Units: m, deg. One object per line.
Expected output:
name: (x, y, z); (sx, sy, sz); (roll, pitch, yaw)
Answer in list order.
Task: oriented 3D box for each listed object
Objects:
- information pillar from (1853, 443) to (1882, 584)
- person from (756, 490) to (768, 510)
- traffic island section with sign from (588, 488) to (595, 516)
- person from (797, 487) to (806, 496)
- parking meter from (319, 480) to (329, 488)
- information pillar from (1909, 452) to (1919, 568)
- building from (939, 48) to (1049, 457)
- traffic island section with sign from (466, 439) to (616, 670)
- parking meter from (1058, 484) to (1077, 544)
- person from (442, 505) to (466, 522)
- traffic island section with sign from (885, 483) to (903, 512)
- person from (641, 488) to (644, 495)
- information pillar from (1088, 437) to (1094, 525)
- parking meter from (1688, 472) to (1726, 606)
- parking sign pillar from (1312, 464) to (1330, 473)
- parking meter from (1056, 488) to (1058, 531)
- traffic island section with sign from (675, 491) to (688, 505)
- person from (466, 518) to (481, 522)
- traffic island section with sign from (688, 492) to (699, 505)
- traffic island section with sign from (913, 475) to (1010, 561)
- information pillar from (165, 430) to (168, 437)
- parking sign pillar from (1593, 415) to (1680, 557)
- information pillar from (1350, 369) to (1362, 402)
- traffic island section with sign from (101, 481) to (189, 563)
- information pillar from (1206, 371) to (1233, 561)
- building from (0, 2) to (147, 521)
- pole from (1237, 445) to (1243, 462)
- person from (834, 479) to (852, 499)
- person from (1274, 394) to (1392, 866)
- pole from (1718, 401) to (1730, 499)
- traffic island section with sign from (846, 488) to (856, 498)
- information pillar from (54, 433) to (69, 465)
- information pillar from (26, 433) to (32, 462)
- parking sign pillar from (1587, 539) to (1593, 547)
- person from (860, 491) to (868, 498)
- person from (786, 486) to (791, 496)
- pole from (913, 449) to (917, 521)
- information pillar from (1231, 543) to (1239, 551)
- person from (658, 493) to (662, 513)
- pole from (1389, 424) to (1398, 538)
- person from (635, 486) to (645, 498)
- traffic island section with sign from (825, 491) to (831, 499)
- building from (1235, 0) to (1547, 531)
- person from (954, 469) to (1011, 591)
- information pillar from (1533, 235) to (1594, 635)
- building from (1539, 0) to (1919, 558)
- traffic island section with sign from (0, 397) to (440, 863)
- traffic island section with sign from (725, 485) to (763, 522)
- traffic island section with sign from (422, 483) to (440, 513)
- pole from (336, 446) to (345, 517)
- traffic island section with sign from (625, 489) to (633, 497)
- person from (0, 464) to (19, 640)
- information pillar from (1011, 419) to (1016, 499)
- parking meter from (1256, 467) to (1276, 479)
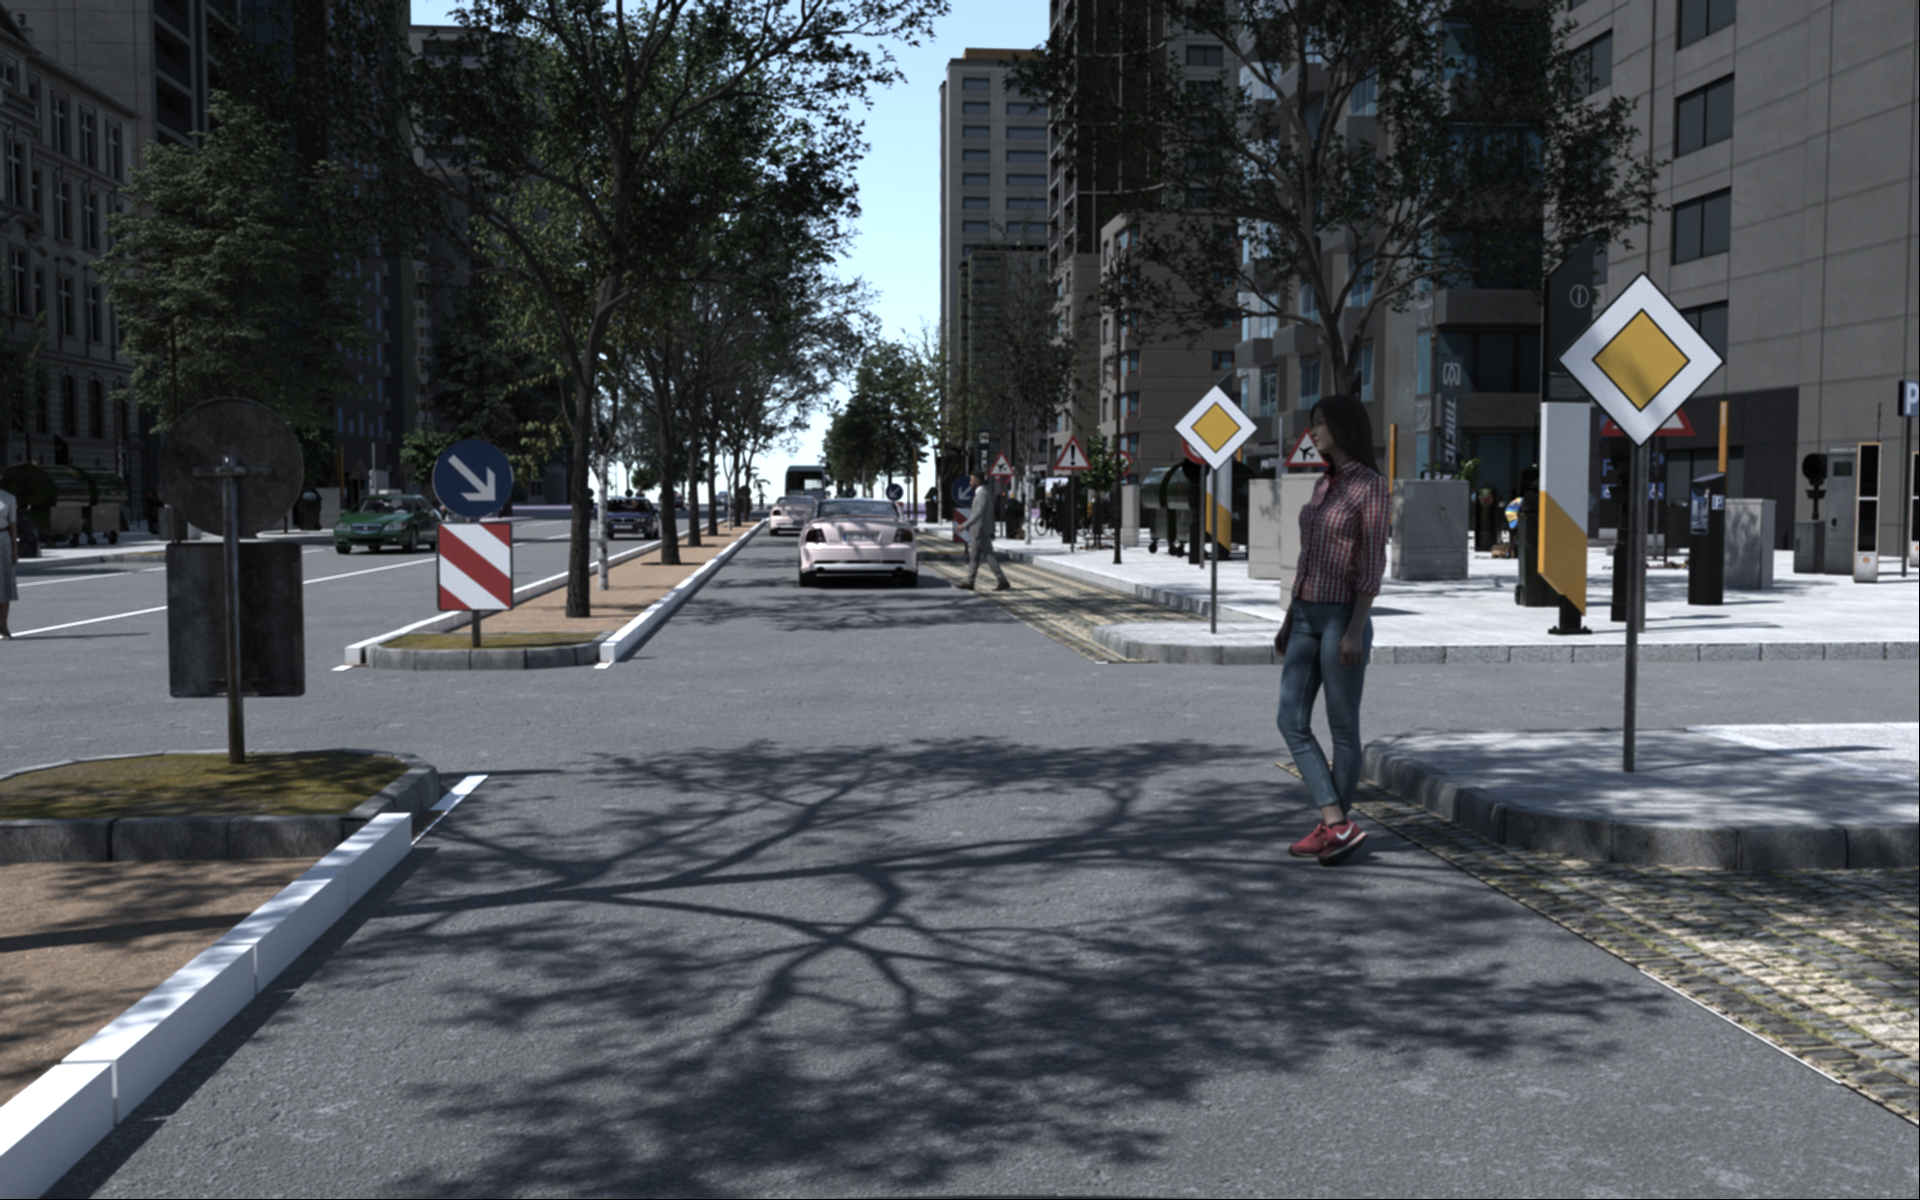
information pillar: (13.063, -1.251, 24.942); (0.304, 2.012, 0.304); (2, 4, 24)
person: (-17.930, -9.040, 156.289); (1.348, 1.826, 0.705); (-2, 4, -30)
traffic island section with sign: (-24.236, -6.398, 113.238); (1.989, 1.847, 2.006); (0, 4, -5)
person: (-8.065, -4.898, 88.687); (0.635, 1.810, 0.391); (1, 4, 21)
parking meter: (-26.389, -4.051, 71.941); (0.255, 1.863, 0.399); (1, 4, 13)
information pillar: (16.830, -1.575, 30.249); (0.304, 2.012, 0.304); (-2, 4, -34)
building: (7.731, -42.500, 236.881); (21.231, 58.520, 28.212); (0, 4, -5)
traffic island section with sign: (-4.089, -0.421, 15.014); (2.006, 1.907, 1.989); (0, 4, -5)
parking meter: (2.845, -2.238, 44.997); (0.372, 1.533, 0.369); (0, 3, 0)
person: (-8.885, -1.315, 30.564); (0.524, 1.755, 0.480); (3, 5, 41)
traffic island section with sign: (-2.601, -3.438, 64.840); (1.989, 1.847, 2.006); (0, 4, -5)
person: (-18.595, -5.598, 100.543); (0.721, 1.766, 1.217); (-2, 4, -30)
information pillar: (5.413, -4.912, 71.669); (0.183, 3.616, 0.504); (2, 4, 31)
parking meter: (8.646, -0.712, 20.045); (0.372, 1.533, 0.369); (0, 3, 0)
parking sign pillar: (11.603, -3.991, 53.719); (1.447, 3.967, 1.447); (0, 4, -4)
parking meter: (3.400, -3.041, 58.127); (0.372, 1.533, 0.369); (0, 3, 0)
traffic island section with sign: (-31.891, -11.349, 194.188); (1.989, 1.847, 2.006); (0, 4, -5)
person: (-13.043, -2.287, 46.459); (0.524, 1.755, 0.480); (3, 5, 39)
traffic island section with sign: (-34.582, -13.082, 222.518); (1.989, 1.847, 2.006); (0, 4, -5)
traffic island section with sign: (-0.027, -1.773, 37.617); (1.989, 1.847, 2.006); (0, 4, -5)
information pillar: (-24.469, -3.801, 53.498); (0.183, 3.616, 0.504); (-2, 4, -28)
parking sign pillar: (14.249, -2.910, 36.056); (1.447, 3.967, 1.447); (0, 4, 2)
information pillar: (7.350, -2.513, 32.435); (0.183, 3.616, 0.504); (3, 5, 44)
traffic island section with sign: (-17.039, -1.744, 37.145); (1.989, 1.847, 2.006); (0, 4, -5)
information pillar: (4.962, -2.550, 33.042); (0.504, 3.616, 0.183); (-1, 4, -12)
building: (-43.483, -15.142, 66.651); (14.460, 24.649, 34.723); (0, 4, -5)
pole: (10.509, -4.360, 65.123); (0.158, 3.312, 0.155); (0, 3, 0)
person: (-3.186, -2.324, 46.488); (0.713, 1.824, 0.794); (0, 4, -2)
person: (1.446, 0.102, 6.840); (0.388, 1.821, 0.555); (-2, 4, -34)
pole: (16.834, -2.713, 38.206); (0.158, 3.312, 0.155); (0, 3, 0)
traffic island section with sign: (-7.355, -6.511, 115.085); (1.989, 1.847, 2.006); (0, 4, -5)
information pillar: (-34.498, -4.599, 66.547); (0.504, 3.616, 0.183); (-1, 4, -18)
information pillar: (-35.675, -4.591, 66.419); (0.183, 3.616, 0.504); (-1, 4, -19)
parking sign pillar: (15.762, -3.272, 41.975); (1.447, 3.967, 1.447); (1, 4, 22)
person: (-4.718, -4.581, 85.210); (0.589, 1.601, 0.330); (0, 4, -1)
person: (-8.780, -4.929, 89.103); (0.388, 1.821, 0.555); (-1, 4, -16)
pole: (-2.018, -5.154, 78.112); (0.158, 3.312, 0.155); (0, 3, 0)
information pillar: (6.164, -2.131, 39.328); (0.304, 2.012, 0.304); (2, 4, 25)
person: (-15.242, -4.932, 89.528); (0.661, 1.777, 0.834); (-3, 4, -38)
pole: (12.620, -3.463, 50.460); (0.158, 3.312, 0.155); (0, 3, 0)
person: (-14.510, -4.302, 79.020); (0.590, 1.801, 0.661); (2, 4, 24)
traffic island section with sign: (-9.898, -8.152, 141.920); (1.989, 1.847, 2.006); (0, 4, -5)
building: (24.468, -27.668, 71.973); (23.786, 49.044, 30.456); (0, 4, -5)
person: (0.329, -1.020, 25.459); (0.850, 1.792, 0.678); (0, 4, 6)
information pillar: (5.508, -1.491, 15.726); (0.504, 3.616, 0.183); (-1, 4, -18)
building: (28.627, -36.881, 41.252); (20.611, 71.187, 20.563); (0, 4, -5)
traffic island section with sign: (-3.400, 0.030, 7.639); (2.006, 1.907, 1.989); (0, 4, -5)
traffic island section with sign: (-11.180, -4.996, 89.818); (2.006, 1.907, 1.989); (0, 4, -5)
traffic island section with sign: (-19.567, -3.386, 63.982); (1.989, 1.847, 2.006); (0, 4, -5)
pole: (-26.379, -4.893, 73.849); (0.158, 3.312, 0.155); (0, 3, 0)
traffic island section with sign: (-26.836, -8.077, 140.690); (1.989, 1.847, 2.006); (0, 4, -5)
person: (-9.460, -0.480, 16.923); (0.480, 1.755, 0.524); (-3, 4, -37)
information pillar: (1.640, -3.751, 52.680); (0.183, 3.616, 0.504); (1, 4, 11)
parking meter: (6.495, -1.907, 36.890); (0.399, 1.863, 0.255); (-1, 4, -22)
